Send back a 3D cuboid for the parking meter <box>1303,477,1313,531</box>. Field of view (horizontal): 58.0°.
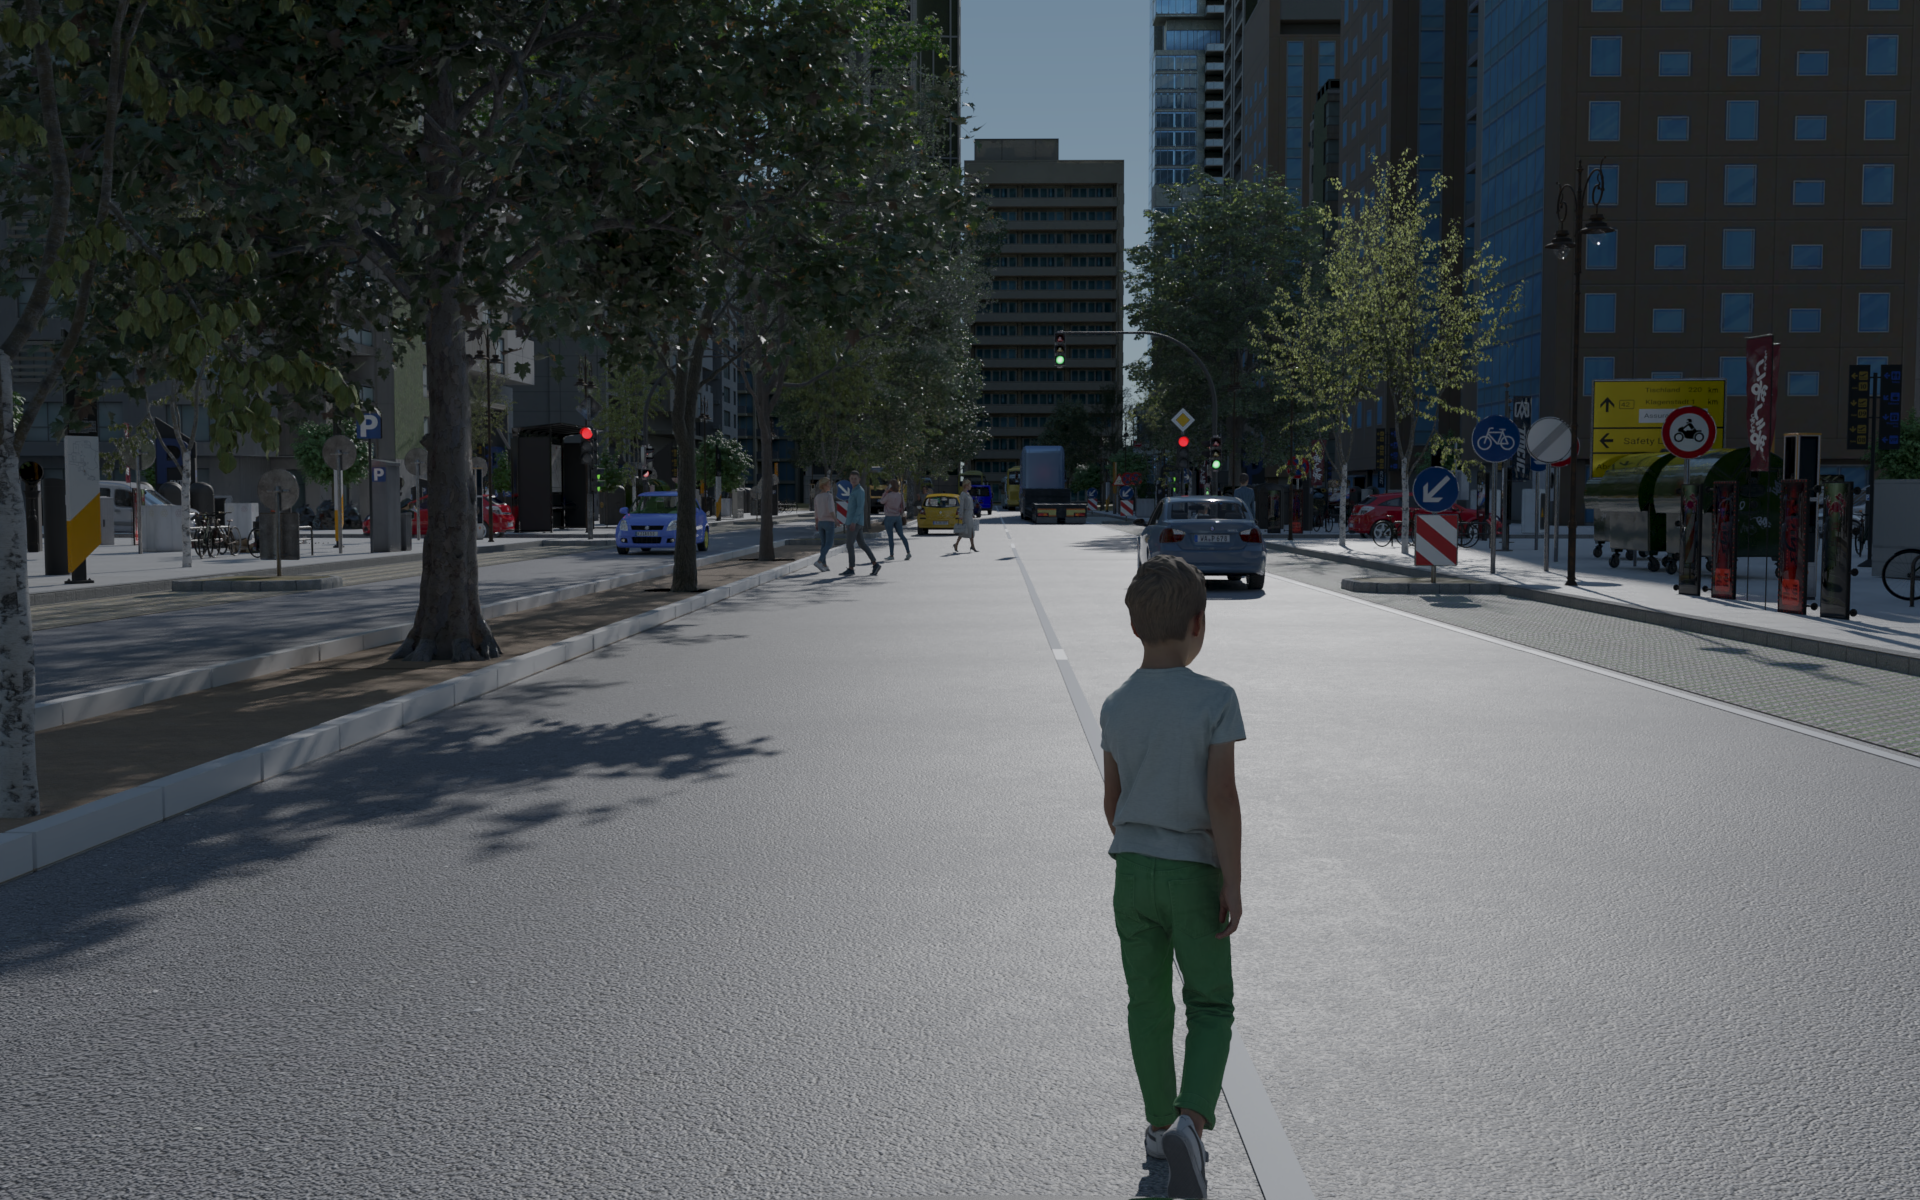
[{"bbox_3d":[12.134,-3.346,60.419,0.255,1.863,0.399,3,4,38],"label":"parking meter"}]

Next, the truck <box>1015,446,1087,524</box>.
[{"bbox_3d":[4.707,-6.198,91.094,2.967,4.110,18.799,0,4,0],"label":"truck"}]

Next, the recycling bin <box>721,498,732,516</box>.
[{"bbox_3d":[-13.666,-5.356,100.126,0.722,1.027,0.722,1,4,14],"label":"recycling bin"}]

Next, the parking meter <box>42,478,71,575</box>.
[{"bbox_3d":[-14.320,-1.165,27.457,0.372,1.533,0.369,0,3,0],"label":"parking meter"}]

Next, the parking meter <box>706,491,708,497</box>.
[{"bbox_3d":[-18.071,-6.993,122.743,0.372,1.533,0.369,0,3,0],"label":"parking meter"}]

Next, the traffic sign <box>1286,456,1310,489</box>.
[{"bbox_3d":[11.132,-3.488,57.134,0.768,2.556,0.104,0,4,4],"label":"traffic sign"}]

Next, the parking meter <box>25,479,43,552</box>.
[{"bbox_3d":[-20.638,-2.011,38.589,0.255,1.863,0.399,-1,4,-17],"label":"parking meter"}]

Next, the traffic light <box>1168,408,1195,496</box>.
[{"bbox_3d":[7.234,-4.132,56.485,0.839,4.253,0.868,0,4,1],"label":"traffic light"}]

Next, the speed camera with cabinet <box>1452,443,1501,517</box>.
[{"bbox_3d":[19.745,-4.419,66.592,0.660,3.252,2.038,-3,5,-42],"label":"speed camera with cabinet"}]

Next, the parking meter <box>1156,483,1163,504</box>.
[{"bbox_3d":[9.958,-4.901,85.842,0.399,1.863,0.255,3,4,39],"label":"parking meter"}]

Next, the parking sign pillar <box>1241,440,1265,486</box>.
[{"bbox_3d":[13.884,-5.740,82.319,1.447,3.967,1.447,-3,4,-36],"label":"parking sign pillar"}]

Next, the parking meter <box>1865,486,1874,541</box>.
[{"bbox_3d":[25.218,-2.412,47.854,0.372,1.533,0.369,0,3,0],"label":"parking meter"}]

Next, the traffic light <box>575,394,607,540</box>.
[{"bbox_3d":[-10.417,-3.662,48.796,0.839,4.253,0.868,0,4,1],"label":"traffic light"}]

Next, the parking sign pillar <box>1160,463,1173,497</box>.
[{"bbox_3d":[14.676,-8.122,121.264,1.447,3.967,1.447,3,5,43],"label":"parking sign pillar"}]

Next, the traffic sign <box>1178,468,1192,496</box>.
[{"bbox_3d":[10.880,-5.140,84.143,0.768,2.556,0.104,1,4,8],"label":"traffic sign"}]

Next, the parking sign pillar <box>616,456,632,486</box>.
[{"bbox_3d":[-22.558,-7.834,116.563,1.447,3.967,1.447,2,4,27],"label":"parking sign pillar"}]

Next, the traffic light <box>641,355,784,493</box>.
[{"bbox_3d":[-8.182,-5.022,56.778,4.771,5.953,1.251,0,4,1],"label":"traffic light"}]

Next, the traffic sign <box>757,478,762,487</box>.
[{"bbox_3d":[-14.242,-7.642,124.943,0.884,2.594,0.081,0,4,2],"label":"traffic sign"}]

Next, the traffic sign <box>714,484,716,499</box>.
[{"bbox_3d":[-15.423,-6.672,109.192,0.768,2.556,0.104,0,4,4],"label":"traffic sign"}]

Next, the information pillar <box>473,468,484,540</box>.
[{"bbox_3d":[-13.558,-2.688,48.448,0.304,2.012,0.304,1,4,23],"label":"information pillar"}]

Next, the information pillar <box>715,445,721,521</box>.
[{"bbox_3d":[-11.467,-5.555,82.177,0.183,3.616,0.504,1,4,14],"label":"information pillar"}]

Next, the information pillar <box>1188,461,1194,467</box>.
[{"bbox_3d":[15.013,-7.427,112.779,0.504,3.616,0.183,-1,4,-14],"label":"information pillar"}]

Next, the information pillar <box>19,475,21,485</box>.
[{"bbox_3d":[-33.364,-3.466,61.157,0.304,2.012,0.304,0,4,-8],"label":"information pillar"}]

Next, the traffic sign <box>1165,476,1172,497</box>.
[{"bbox_3d":[12.973,-6.529,106.854,0.768,2.556,0.104,0,4,1],"label":"traffic sign"}]

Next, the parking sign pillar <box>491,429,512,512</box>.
[{"bbox_3d":[-18.752,-5.033,70.760,1.447,3.967,1.447,-2,4,-35],"label":"parking sign pillar"}]

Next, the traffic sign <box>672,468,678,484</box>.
[{"bbox_3d":[-13.719,-5.159,84.450,0.768,2.556,0.104,1,4,10],"label":"traffic sign"}]

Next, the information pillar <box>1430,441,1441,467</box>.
[{"bbox_3d":[20.670,-5.137,75.342,0.504,3.616,0.183,-1,4,-17],"label":"information pillar"}]

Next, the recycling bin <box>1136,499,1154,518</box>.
[{"bbox_3d":[10.099,-5.002,94.338,0.722,1.027,0.722,-3,4,-37],"label":"recycling bin"}]

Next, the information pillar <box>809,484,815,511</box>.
[{"bbox_3d":[-10.926,-7.551,127.944,0.304,2.012,0.304,-2,4,-29],"label":"information pillar"}]

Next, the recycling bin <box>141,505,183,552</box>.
[{"bbox_3d":[-17.762,-1.590,38.543,0.722,1.027,0.722,2,4,32],"label":"recycling bin"}]

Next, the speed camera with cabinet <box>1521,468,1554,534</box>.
[{"bbox_3d":[18.917,-3.810,56.630,0.660,3.252,2.038,2,4,31],"label":"speed camera with cabinet"}]

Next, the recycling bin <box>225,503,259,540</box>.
[{"bbox_3d":[-20.190,-2.211,48.701,0.722,1.027,0.722,0,4,-5],"label":"recycling bin"}]

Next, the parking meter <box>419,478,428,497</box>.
[{"bbox_3d":[-19.188,-3.447,62.062,0.399,1.863,0.255,0,4,-8],"label":"parking meter"}]

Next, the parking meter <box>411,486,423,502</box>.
[{"bbox_3d":[-17.689,-2.937,56.428,0.372,1.533,0.369,0,3,0],"label":"parking meter"}]

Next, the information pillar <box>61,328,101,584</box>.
[{"bbox_3d":[-12.580,-2.045,24.783,0.183,3.616,0.504,2,4,30],"label":"information pillar"}]

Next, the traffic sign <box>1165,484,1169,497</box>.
[{"bbox_3d":[13.687,-6.950,113.643,0.884,2.594,0.081,0,4,4],"label":"traffic sign"}]

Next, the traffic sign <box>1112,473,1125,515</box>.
[{"bbox_3d":[9.966,-6.632,108.432,0.884,2.594,0.081,1,4,9],"label":"traffic sign"}]

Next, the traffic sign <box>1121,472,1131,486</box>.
[{"bbox_3d":[9.868,-6.230,101.969,0.768,2.556,0.104,1,4,10],"label":"traffic sign"}]

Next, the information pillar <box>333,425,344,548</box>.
[{"bbox_3d":[-14.862,-3.060,41.382,0.183,3.616,0.504,0,4,-6],"label":"information pillar"}]

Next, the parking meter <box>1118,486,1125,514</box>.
[{"bbox_3d":[10.137,-6.306,108.810,0.399,1.863,0.255,-2,4,-28],"label":"parking meter"}]

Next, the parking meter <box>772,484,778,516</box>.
[{"bbox_3d":[-11.009,-5.934,102.724,0.399,1.863,0.255,0,4,6],"label":"parking meter"}]

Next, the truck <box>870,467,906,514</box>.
[{"bbox_3d":[-5.478,-7.918,125.387,3.469,3.379,9.791,0,4,0],"label":"truck"}]

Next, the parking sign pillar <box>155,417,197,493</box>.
[{"bbox_3d":[-27.346,-4.401,60.425,1.447,3.967,1.447,-1,4,-16],"label":"parking sign pillar"}]

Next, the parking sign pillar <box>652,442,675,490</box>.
[{"bbox_3d":[-15.338,-6.161,89.204,1.447,3.967,1.447,1,4,15],"label":"parking sign pillar"}]

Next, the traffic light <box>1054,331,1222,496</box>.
[{"bbox_3d":[4.998,-4.509,48.397,4.771,5.953,1.251,0,4,1],"label":"traffic light"}]

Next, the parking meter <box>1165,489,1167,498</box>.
[{"bbox_3d":[11.125,-5.270,94.575,0.372,1.533,0.369,0,3,0],"label":"parking meter"}]

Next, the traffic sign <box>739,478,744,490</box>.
[{"bbox_3d":[-14.224,-6.709,111.829,0.606,2.300,0.079,0,4,5],"label":"traffic sign"}]

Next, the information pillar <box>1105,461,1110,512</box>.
[{"bbox_3d":[10.451,-8.023,122.533,0.183,3.616,0.504,2,4,29],"label":"information pillar"}]

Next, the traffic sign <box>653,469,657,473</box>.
[{"bbox_3d":[-14.818,-5.046,82.613,0.768,2.556,0.104,0,4,6],"label":"traffic sign"}]

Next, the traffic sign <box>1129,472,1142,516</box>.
[{"bbox_3d":[10.165,-6.112,100.036,0.768,2.556,0.104,1,4,11],"label":"traffic sign"}]

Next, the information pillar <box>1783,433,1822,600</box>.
[{"bbox_3d":[10.198,-1.011,21.024,0.304,2.012,0.304,0,4,-5],"label":"information pillar"}]
